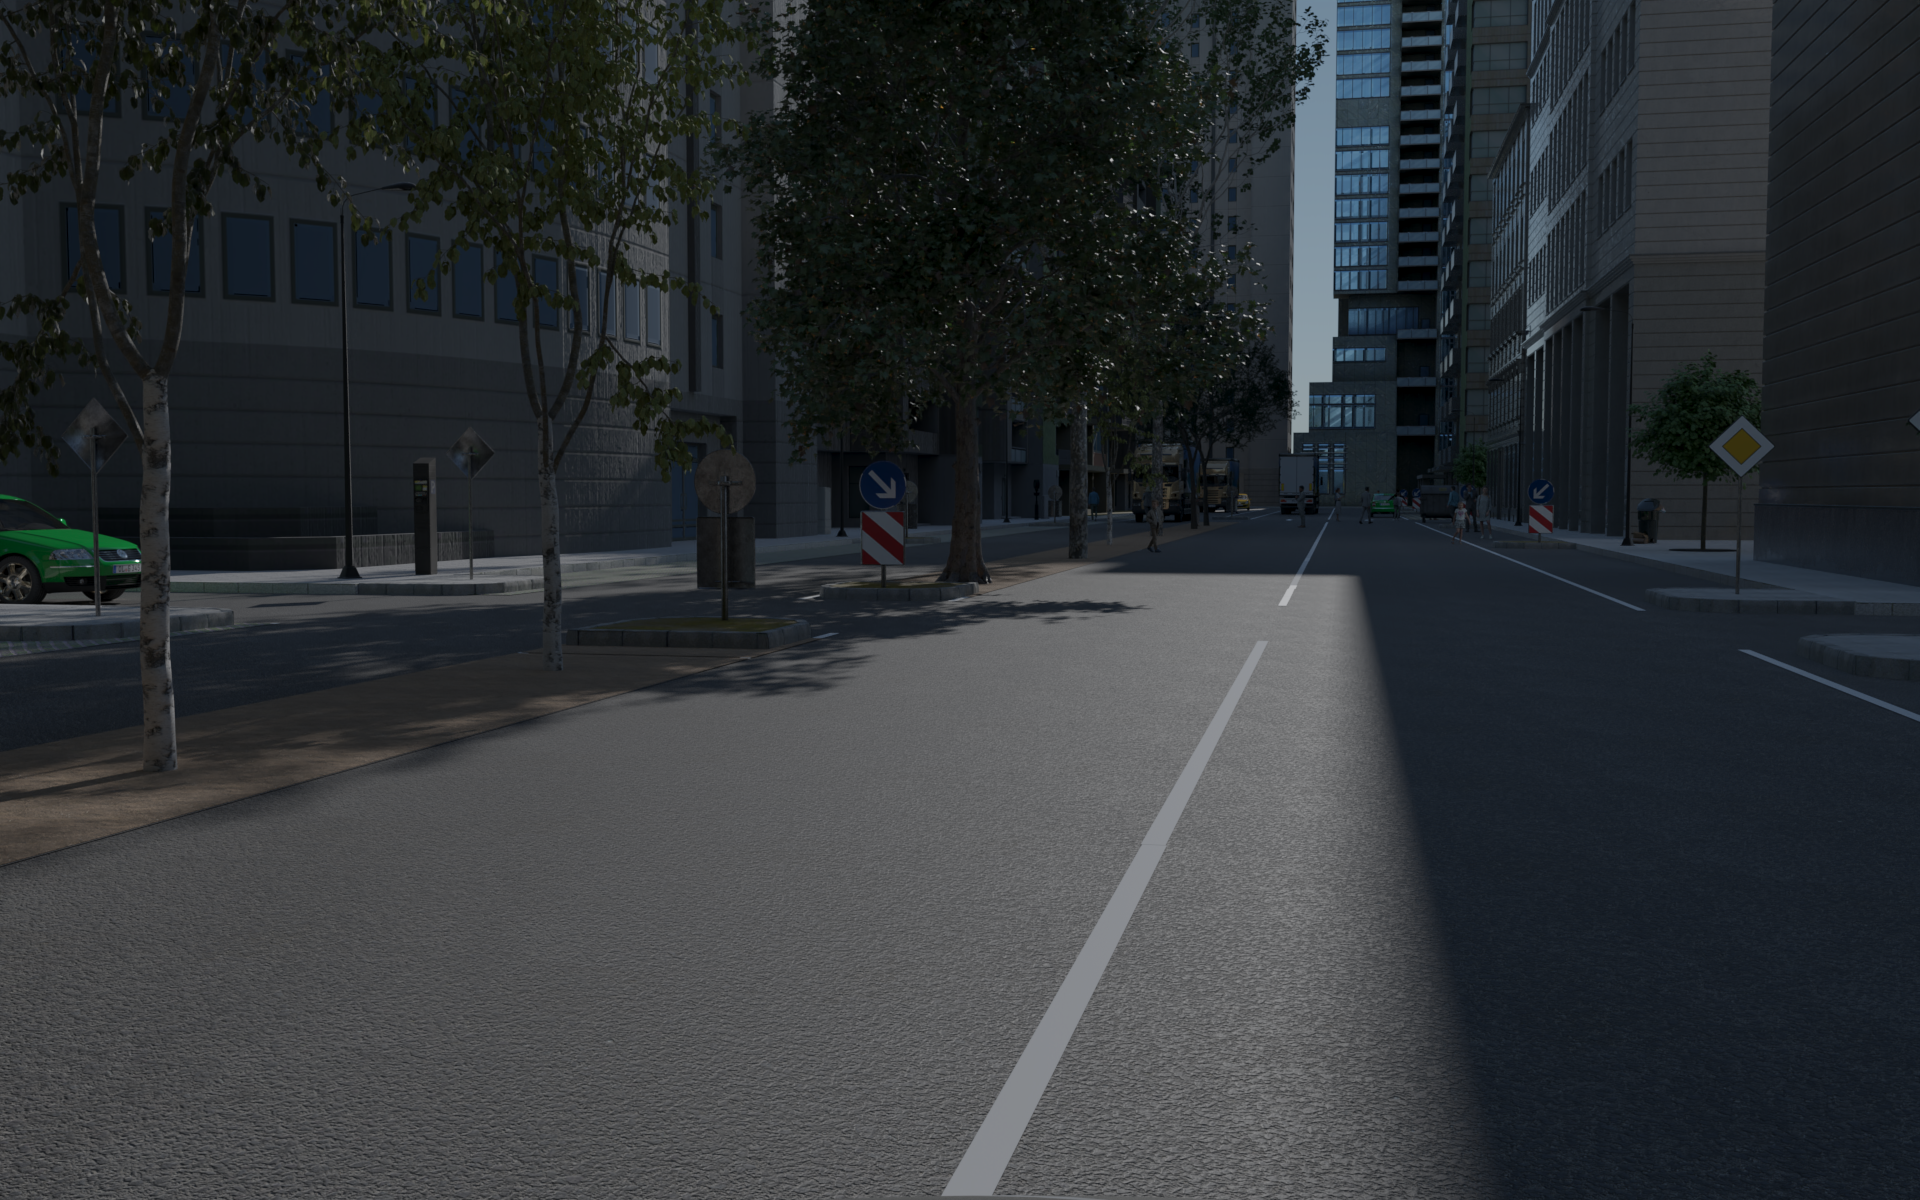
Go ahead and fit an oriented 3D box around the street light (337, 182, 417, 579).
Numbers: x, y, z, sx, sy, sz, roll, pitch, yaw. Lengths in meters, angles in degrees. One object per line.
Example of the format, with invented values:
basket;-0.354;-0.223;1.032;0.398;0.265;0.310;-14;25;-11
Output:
street light;-8.761;-3.273;26.058;1.470;5.913;1.316;1;4;12

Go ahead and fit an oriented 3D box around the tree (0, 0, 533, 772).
tree;-4.096;-3.431;8.921;4.360;8.622;3.978;0;3;0

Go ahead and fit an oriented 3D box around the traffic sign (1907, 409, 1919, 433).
traffic sign;8.226;-0.652;14.308;0.795;2.450;0.064;1;4;12

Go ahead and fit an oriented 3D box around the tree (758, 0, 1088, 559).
tree;1.609;-11.034;38.747;12.611;20.169;13.585;0;3;0

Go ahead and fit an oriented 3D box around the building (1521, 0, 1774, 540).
building;27.184;-17.336;60.931;11.434;29.767;29.804;1;4;12

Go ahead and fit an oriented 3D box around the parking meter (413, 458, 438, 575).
parking meter;-8.503;-1.335;27.539;0.255;1.863;0.399;0;4;2

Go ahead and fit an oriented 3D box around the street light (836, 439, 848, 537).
street light;-3.021;-4.846;51.779;1.470;5.913;1.316;1;4;12

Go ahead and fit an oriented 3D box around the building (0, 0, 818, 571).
building;-17.679;-30.494;40.583;21.231;58.520;28.212;1;4;12

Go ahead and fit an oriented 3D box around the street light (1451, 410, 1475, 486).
street light;27.646;-7.498;95.127;1.470;5.913;1.316;1;4;12

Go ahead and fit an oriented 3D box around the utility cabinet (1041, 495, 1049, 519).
utility cabinet;4.411;-4.812;89.833;0.306;1.237;1.020;0;4;-6

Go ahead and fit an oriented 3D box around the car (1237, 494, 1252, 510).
car;25.045;-8.843;154.813;2.015;1.641;3.980;1;4;10

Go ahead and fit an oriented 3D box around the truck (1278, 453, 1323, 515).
truck;24.455;-8.288;124.418;2.839;4.237;11.283;1;4;14

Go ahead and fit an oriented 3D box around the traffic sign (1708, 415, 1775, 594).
traffic sign;9.947;-1.129;22.106;0.795;2.450;0.064;1;4;12

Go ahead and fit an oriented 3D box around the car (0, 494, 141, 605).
car;-13.020;-0.855;22.782;4.718;1.807;1.959;1;4;12

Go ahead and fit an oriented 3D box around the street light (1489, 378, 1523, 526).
street light;21.911;-5.934;69.557;1.470;5.913;1.316;1;4;12

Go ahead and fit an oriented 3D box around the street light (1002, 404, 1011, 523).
street light;2.619;-6.411;77.359;1.470;5.913;1.316;1;4;12

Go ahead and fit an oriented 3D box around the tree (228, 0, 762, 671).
tree;-3.302;-3.711;13.498;4.737;8.622;4.395;0;3;0

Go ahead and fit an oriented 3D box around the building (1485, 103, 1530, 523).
building;31.480;-14.414;84.819;9.793;20.994;18.267;1;4;12

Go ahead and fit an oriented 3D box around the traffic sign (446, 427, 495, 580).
traffic sign;-7.328;-1.363;25.926;0.795;2.450;0.064;1;4;12

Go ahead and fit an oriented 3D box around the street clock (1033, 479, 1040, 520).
street clock;3.798;-4.971;85.849;0.358;2.002;0.471;-1;4;-10

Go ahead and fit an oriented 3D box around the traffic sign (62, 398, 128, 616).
traffic sign;-9.049;-0.886;18.128;0.795;2.450;0.064;1;4;12

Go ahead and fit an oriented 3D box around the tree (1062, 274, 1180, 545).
tree;4.181;-5.826;48.082;4.737;8.622;4.395;0;3;0

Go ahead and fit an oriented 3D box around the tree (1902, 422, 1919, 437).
tree;12.137;-1.564;20.176;1.663;3.219;1.824;0;3;0

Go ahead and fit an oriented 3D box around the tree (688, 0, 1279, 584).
tree;0.123;-6.610;27.546;9.611;12.733;9.660;0;3;0

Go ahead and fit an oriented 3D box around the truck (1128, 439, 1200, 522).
truck;10.850;-6.237;90.887;2.839;4.237;11.283;1;4;13

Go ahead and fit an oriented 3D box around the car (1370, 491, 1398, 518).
car;26.134;-5.995;106.806;1.959;1.807;4.718;1;4;12

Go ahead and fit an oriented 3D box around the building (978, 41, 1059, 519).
building;-2.836;-24.871;90.234;14.154;41.232;14.086;1;4;12

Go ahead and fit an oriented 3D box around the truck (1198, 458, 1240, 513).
truck;20.492;-9.087;137.485;2.839;4.237;11.283;1;4;14

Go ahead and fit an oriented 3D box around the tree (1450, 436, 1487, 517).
tree;29.639;-7.036;98.751;4.285;4.588;4.351;0;3;0

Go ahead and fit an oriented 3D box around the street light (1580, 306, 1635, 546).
street light;16.031;-4.303;42.902;1.470;5.913;1.316;1;4;12

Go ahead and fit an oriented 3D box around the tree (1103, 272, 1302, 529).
tree;9.633;-8.176;70.540;8.767;10.594;7.601;1;4;12

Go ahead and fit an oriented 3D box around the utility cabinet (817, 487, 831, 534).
utility cabinet;-4.631;-2.831;54.970;1.173;1.500;0.318;3;4;36

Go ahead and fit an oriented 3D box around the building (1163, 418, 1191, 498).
building;6.297;-19.526;164.289;28.899;21.520;27.650;1;4;12

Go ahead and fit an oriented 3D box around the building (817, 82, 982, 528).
building;-7.372;-18.182;68.976;14.160;30.474;14.107;1;4;12

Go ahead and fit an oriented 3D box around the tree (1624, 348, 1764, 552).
tree;16.801;-3.374;38.884;4.285;4.588;4.351;0;3;0

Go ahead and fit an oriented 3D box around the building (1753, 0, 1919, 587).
building;25.941;-13.895;24.443;25.104;27.353;12.463;1;4;12

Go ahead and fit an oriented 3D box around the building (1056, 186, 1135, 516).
building;-0.219;-28.187;115.482;22.147;44.769;28.867;1;4;12
